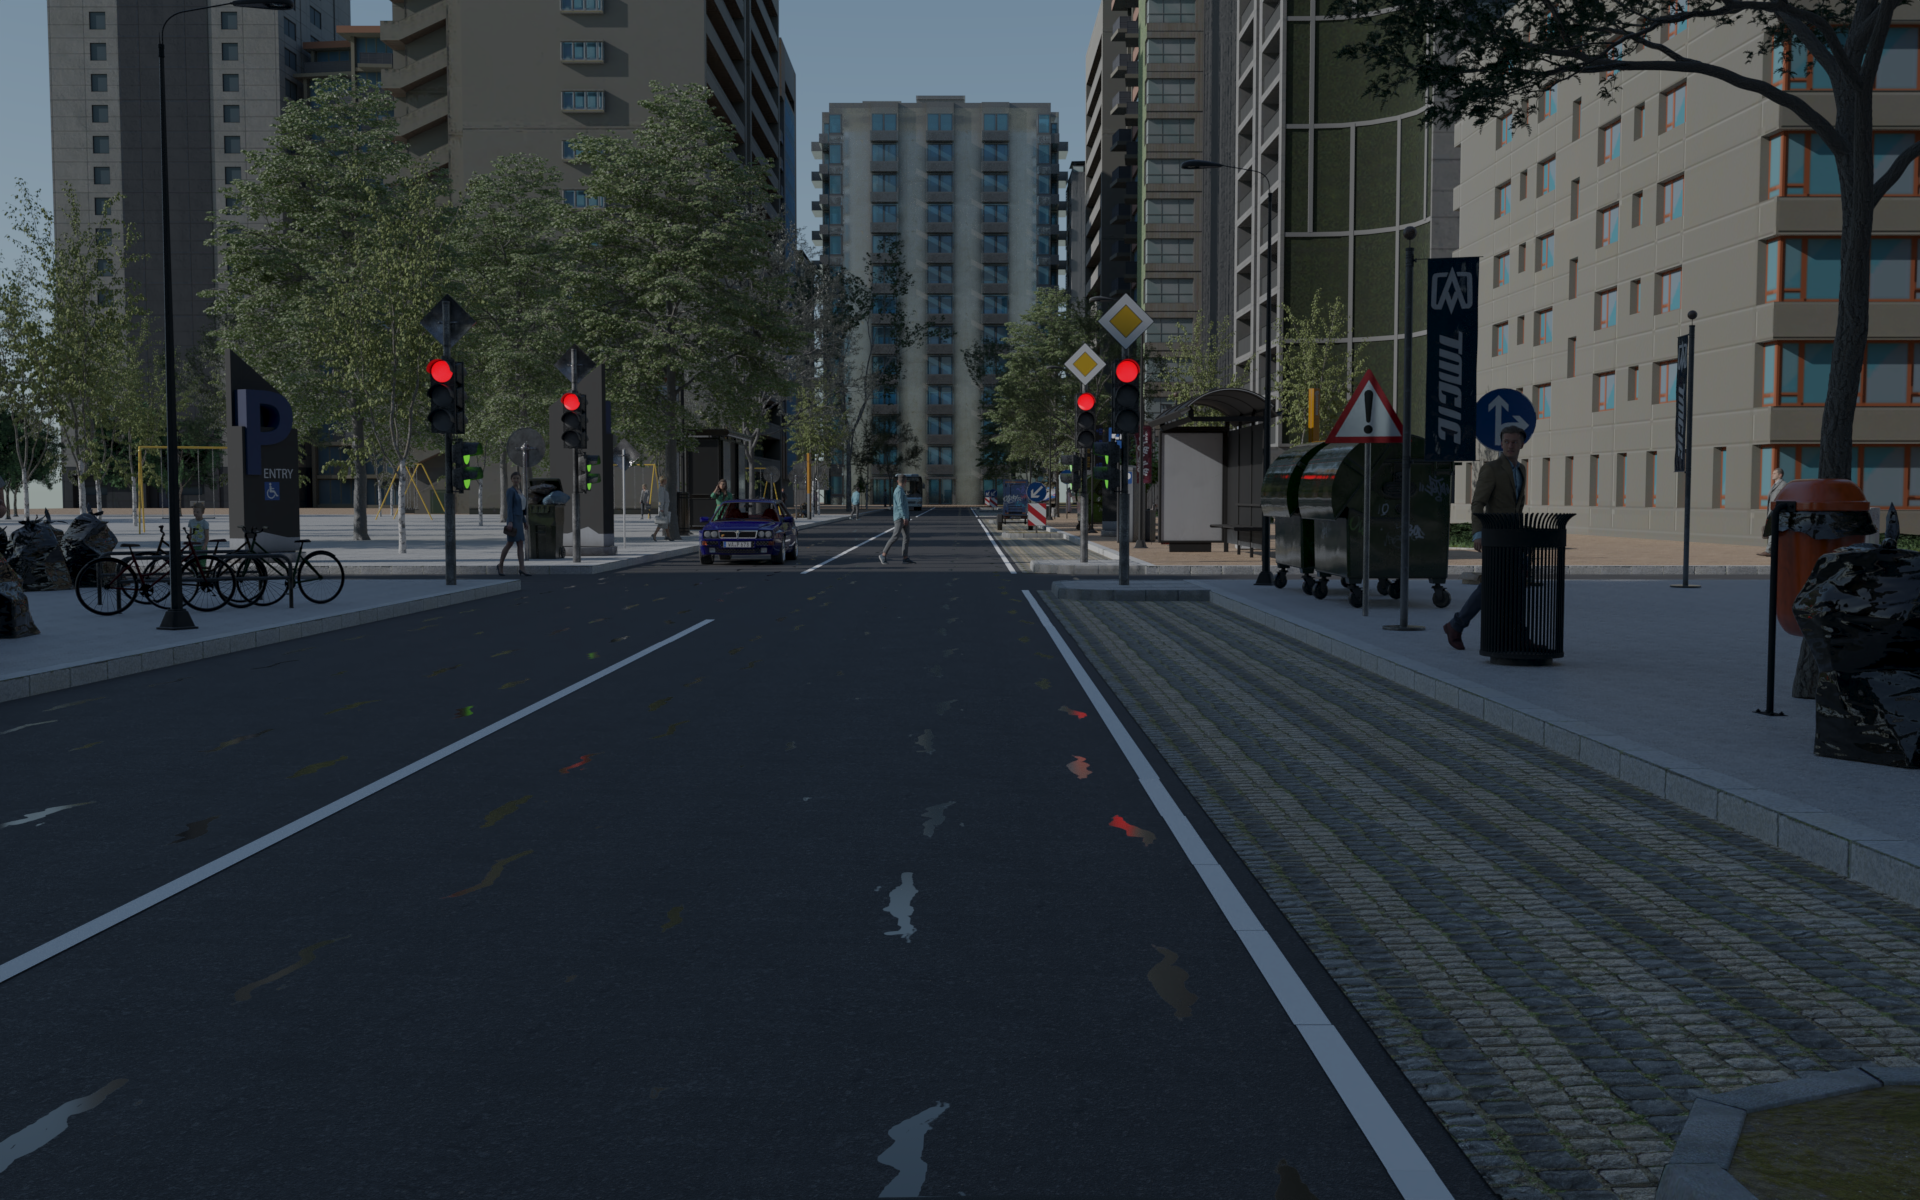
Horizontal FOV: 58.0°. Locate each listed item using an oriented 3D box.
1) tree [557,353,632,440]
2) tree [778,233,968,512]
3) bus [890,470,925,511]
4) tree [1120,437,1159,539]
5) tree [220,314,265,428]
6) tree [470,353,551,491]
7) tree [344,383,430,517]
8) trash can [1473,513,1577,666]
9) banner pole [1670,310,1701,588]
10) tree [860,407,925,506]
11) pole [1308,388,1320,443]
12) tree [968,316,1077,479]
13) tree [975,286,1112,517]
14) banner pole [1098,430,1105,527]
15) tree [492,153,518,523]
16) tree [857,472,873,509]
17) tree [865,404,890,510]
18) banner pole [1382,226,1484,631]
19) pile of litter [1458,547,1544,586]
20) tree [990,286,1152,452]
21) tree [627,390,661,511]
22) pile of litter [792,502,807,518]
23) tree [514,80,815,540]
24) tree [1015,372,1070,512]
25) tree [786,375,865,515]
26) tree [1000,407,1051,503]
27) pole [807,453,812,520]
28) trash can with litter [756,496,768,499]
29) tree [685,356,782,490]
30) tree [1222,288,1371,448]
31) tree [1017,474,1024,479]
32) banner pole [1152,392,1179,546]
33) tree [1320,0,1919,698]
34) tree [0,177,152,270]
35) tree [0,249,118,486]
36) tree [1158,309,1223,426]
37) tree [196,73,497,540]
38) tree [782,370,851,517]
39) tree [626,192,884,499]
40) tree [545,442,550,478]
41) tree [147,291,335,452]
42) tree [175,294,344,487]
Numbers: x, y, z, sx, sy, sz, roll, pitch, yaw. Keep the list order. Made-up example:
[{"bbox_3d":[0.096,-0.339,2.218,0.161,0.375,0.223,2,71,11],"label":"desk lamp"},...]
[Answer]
[{"bbox_3d":[-19.347,-8.276,85.667,4.737,8.622,4.395,0,3,0],"label":"tree"},{"bbox_3d":[-7.002,-16.471,125.197,12.611,20.169,13.585,0,3,0],"label":"tree"},{"bbox_3d":[-4.655,-9.703,153.496,2.948,3.499,13.247,0,4,-2],"label":"bus"},{"bbox_3d":[5.159,-3.381,49.888,1.663,3.219,1.824,0,3,0],"label":"tree"},{"bbox_3d":[-27.106,-7.187,67.863,4.737,8.622,4.395,0,3,0],"label":"tree"},{"bbox_3d":[-24.085,-9.732,93.526,7.601,10.594,8.767,-1,4,-9],"label":"tree"},{"bbox_3d":[-32.883,-8.998,97.477,4.360,8.622,3.978,0,3,0],"label":"tree"},{"bbox_3d":[4.253,-0.088,13.090,0.748,1.137,0.748,0,3,0],"label":"trash can"},{"bbox_3d":[9.994,-2.073,23.915,0.401,3.779,0.863,0,4,6],"label":"banner pole"},{"bbox_3d":[-7.235,-15.336,185.151,8.767,10.594,7.601,2,4,33],"label":"tree"},{"bbox_3d":[6.845,-2.428,33.549,0.158,3.312,0.155,0,3,0],"label":"pole"},{"bbox_3d":[6.693,-20.023,183.261,12.611,20.169,13.585,0,3,0],"label":"tree"},{"bbox_3d":[5.115,-10.846,95.467,7.486,12.596,7.792,0,3,0],"label":"tree"},{"bbox_3d":[5.441,-4.733,67.401,0.401,3.779,0.863,3,5,42],"label":"banner pole"},{"bbox_3d":[-15.033,-8.572,58.284,7.486,12.596,7.792,0,3,0],"label":"tree"},{"bbox_3d":[-8.314,-9.212,145.211,1.663,3.219,1.824,0,3,0],"label":"tree"},{"bbox_3d":[-7.797,-11.636,140.609,4.360,8.622,3.978,0,3,0],"label":"tree"},{"bbox_3d":[4.424,-1.603,16.219,0.863,3.779,0.401,1,4,17],"label":"banner pole"},{"bbox_3d":[7.648,-0.642,24.467,1.176,0.858,1.719,1,4,22],"label":"pile of litter"},{"bbox_3d":[5.544,-8.825,78.707,8.767,10.594,7.601,0,4,-1],"label":"tree"},{"bbox_3d":[-16.654,-8.986,97.286,4.360,8.622,3.978,0,3,0],"label":"tree"},{"bbox_3d":[-8.630,-4.834,92.993,1.176,0.858,1.719,2,4,24],"label":"pile of litter"},{"bbox_3d":[-7.890,-7.928,47.756,7.486,12.596,7.792,0,3,0],"label":"tree"},{"bbox_3d":[5.308,-9.331,102.919,4.360,8.622,3.978,0,3,0],"label":"tree"},{"bbox_3d":[-8.246,-9.387,103.832,4.360,8.622,3.978,0,3,0],"label":"tree"},{"bbox_3d":[4.670,-10.296,118.697,4.737,8.622,4.395,0,3,0],"label":"tree"},{"bbox_3d":[-7.543,-5.678,86.680,0.158,3.312,0.155,0,3,0],"label":"pole"},{"bbox_3d":[-8.996,-3.917,75.096,2.233,1.210,1.678,-1,4,-10],"label":"trash can with litter"},{"bbox_3d":[-11.972,-8.636,91.564,4.737,8.622,4.395,0,3,0],"label":"tree"},{"bbox_3d":[12.877,-6.892,63.050,4.737,8.622,4.395,0,3,0],"label":"tree"},{"bbox_3d":[5.605,-10.709,169.685,1.663,3.219,1.824,0,3,0],"label":"tree"},{"bbox_3d":[5.135,-3.204,42.410,0.863,3.779,0.401,-3,5,-45],"label":"banner pole"},{"bbox_3d":[5.723,-4.652,10.478,7.601,10.594,8.767,1,4,16],"label":"tree"},{"bbox_3d":[-20.574,-5.482,39.988,4.737,8.622,4.395,0,3,0],"label":"tree"},{"bbox_3d":[-27.751,-6.191,51.592,4.360,8.622,3.978,0,3,0],"label":"tree"},{"bbox_3d":[9.887,-7.313,69.928,4.737,8.622,4.395,0,3,0],"label":"tree"},{"bbox_3d":[-17.042,-7.920,47.620,7.486,12.596,7.792,0,3,0],"label":"tree"},{"bbox_3d":[-8.190,-8.977,97.128,4.737,8.622,4.395,0,3,0],"label":"tree"},{"bbox_3d":[-8.584,-9.823,70.968,12.009,13.543,11.850,0,3,0],"label":"tree"},{"bbox_3d":[-24.061,-9.248,101.564,4.360,8.622,3.978,0,3,0],"label":"tree"},{"bbox_3d":[-32.227,-8.855,79.195,7.601,10.594,8.767,1,4,16],"label":"tree"},{"bbox_3d":[-25.193,-6.803,61.591,4.360,8.622,3.978,0,3,0],"label":"tree"}]
